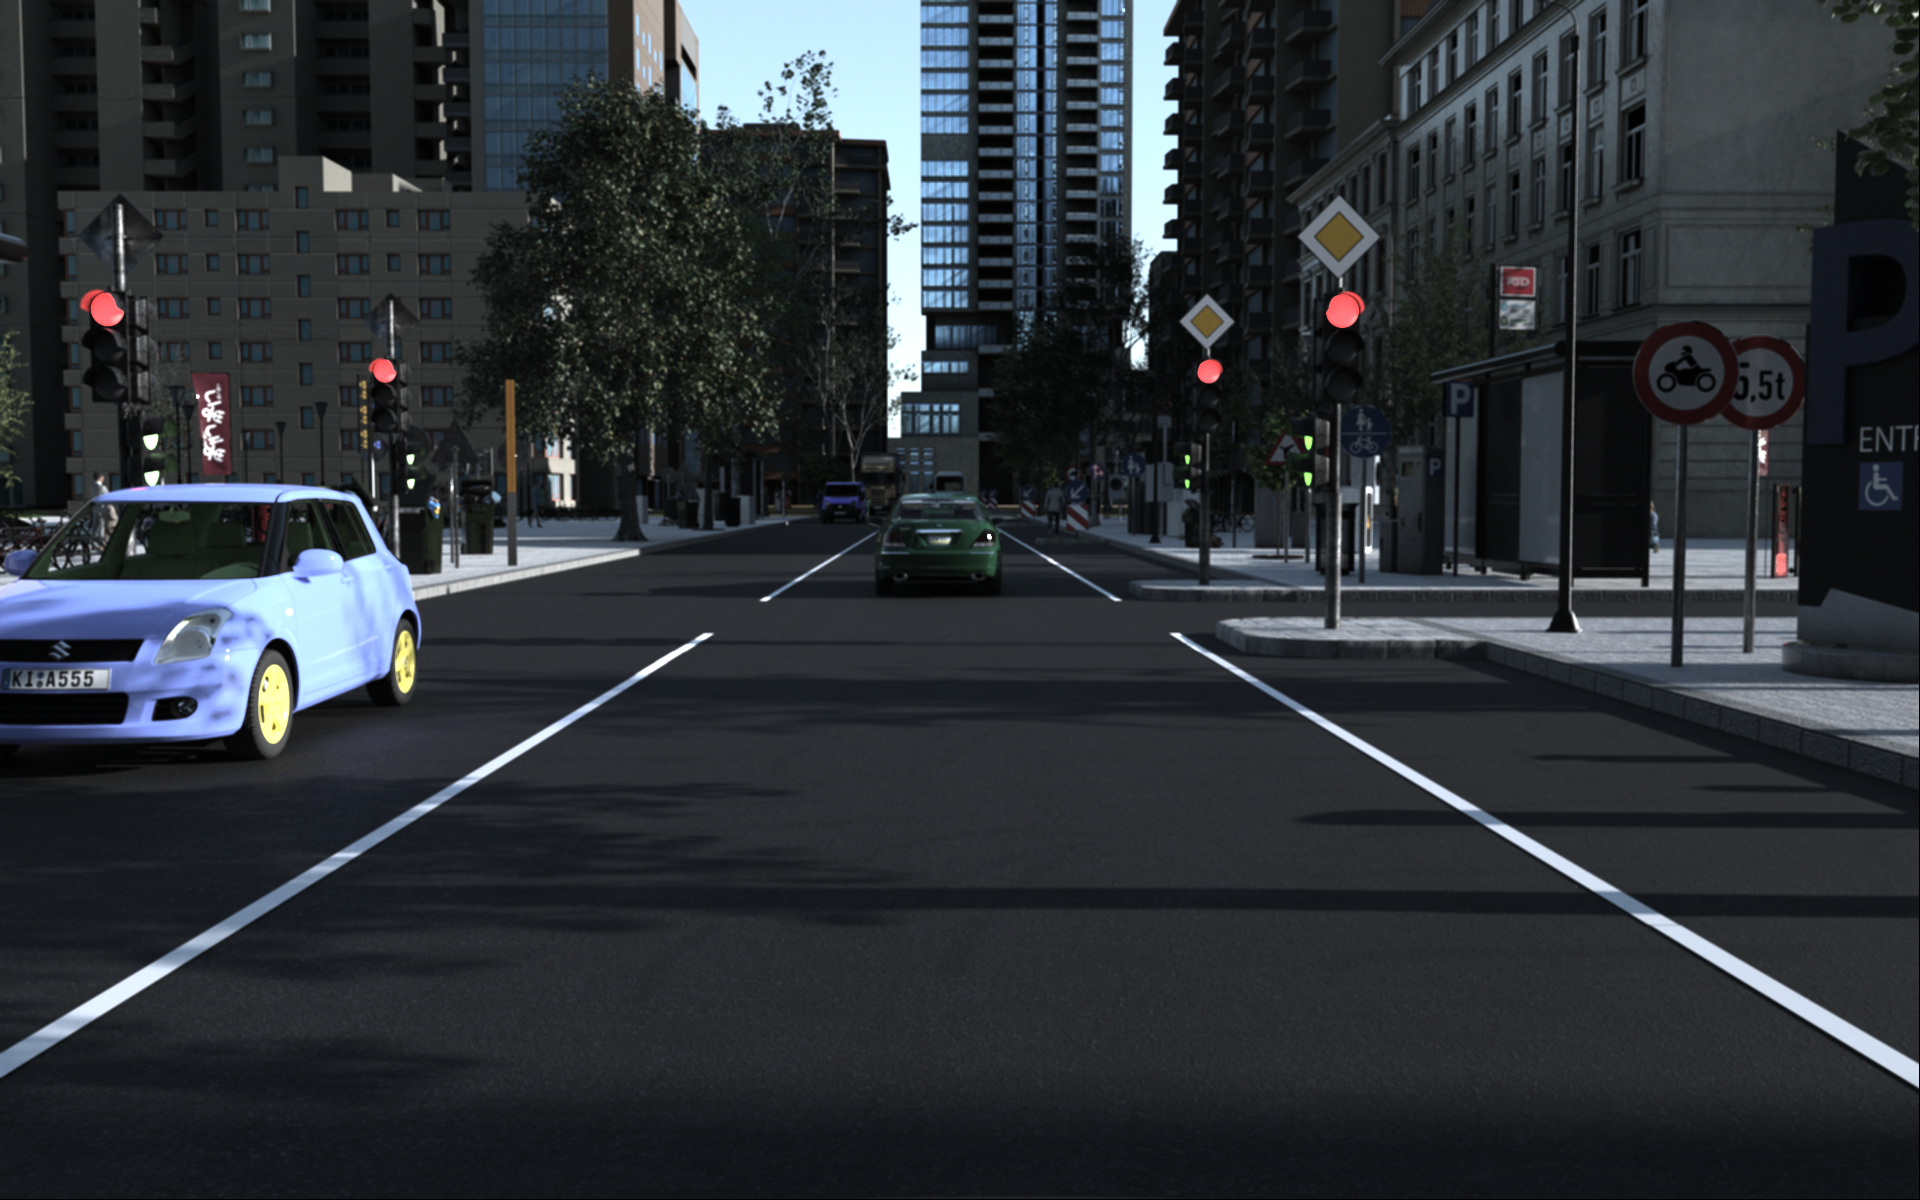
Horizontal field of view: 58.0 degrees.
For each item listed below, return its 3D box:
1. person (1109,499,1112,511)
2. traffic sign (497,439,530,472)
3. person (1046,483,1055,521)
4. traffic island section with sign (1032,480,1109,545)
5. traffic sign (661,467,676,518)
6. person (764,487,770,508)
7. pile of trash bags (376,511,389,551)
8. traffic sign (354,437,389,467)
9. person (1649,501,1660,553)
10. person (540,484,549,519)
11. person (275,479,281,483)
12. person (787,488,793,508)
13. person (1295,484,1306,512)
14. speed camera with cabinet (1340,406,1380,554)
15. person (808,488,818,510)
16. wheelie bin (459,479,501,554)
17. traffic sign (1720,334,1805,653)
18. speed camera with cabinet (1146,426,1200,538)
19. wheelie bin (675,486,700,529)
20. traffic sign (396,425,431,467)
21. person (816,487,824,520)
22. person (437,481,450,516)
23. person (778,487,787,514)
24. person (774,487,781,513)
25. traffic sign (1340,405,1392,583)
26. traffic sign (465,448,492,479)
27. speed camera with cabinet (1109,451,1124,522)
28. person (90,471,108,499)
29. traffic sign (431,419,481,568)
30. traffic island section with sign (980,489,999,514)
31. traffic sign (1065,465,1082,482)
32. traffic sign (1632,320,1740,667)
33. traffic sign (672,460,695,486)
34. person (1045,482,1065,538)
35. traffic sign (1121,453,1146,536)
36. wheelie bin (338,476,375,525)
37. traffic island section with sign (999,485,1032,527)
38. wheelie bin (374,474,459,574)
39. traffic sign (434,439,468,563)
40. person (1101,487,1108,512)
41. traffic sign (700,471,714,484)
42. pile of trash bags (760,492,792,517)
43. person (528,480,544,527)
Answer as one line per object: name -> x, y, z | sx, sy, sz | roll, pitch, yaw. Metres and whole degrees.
person -> 11.513, -7.766, 133.106 | 0.705, 1.814, 1.350 | 1, 4, 18
traffic sign -> -10.279, -2.432, 39.873 | 0.768, 2.556, 0.104 | 0, 4, 5
person -> 4.351, -4.727, 83.513 | 0.419, 1.800, 0.721 | -1, 4, -10
traffic island section with sign -> 3.186, -2.500, 49.496 | 1.989, 1.847, 2.006 | 0, 4, -1
traffic sign -> -13.771, -5.005, 81.938 | 0.768, 2.556, 0.104 | 0, 4, 8
person -> -12.823, -6.619, 114.819 | 0.434, 1.755, 0.990 | -1, 4, -18
pile of trash bags -> -12.729, -1.667, 37.001 | 1.912, 1.369, 3.447 | -2, 4, -29
traffic sign -> -11.771, -2.140, 34.728 | 0.795, 2.593, 0.064 | 1, 4, 9
person -> 14.857, -1.607, 37.815 | 1.012, 1.151, 0.738 | -3, 4, -38
person -> -21.553, -5.081, 89.369 | 0.600, 1.795, 0.529 | 1, 4, 19
person -> -25.019, -3.512, 63.562 | 0.679, 1.850, 0.850 | 2, 4, 27
person -> -15.410, -9.242, 157.020 | 0.709, 1.838, 0.599 | 2, 4, 27
person -> 16.590, -4.829, 84.769 | 0.755, 1.850, 0.659 | 1, 4, 12
speed camera with cabinet -> 8.836, -2.683, 38.203 | 0.660, 3.252, 2.038 | 1, 4, 22
person -> -11.653, -8.224, 140.466 | 1.348, 1.831, 0.705 | 0, 4, 5
wheelie bin -> -10.282, -1.779, 36.998 | 0.980, 1.594, 0.693 | -2, 4, -28
traffic sign -> 6.374, -0.845, 13.923 | 0.768, 2.556, 0.104 | 0, 4, 3
speed camera with cabinet -> 6.295, -3.474, 51.138 | 0.660, 3.252, 2.038 | 3, 5, 42
wheelie bin -> -10.174, -3.465, 64.554 | 0.693, 1.594, 0.980 | 3, 5, 44
traffic sign -> -10.194, -1.960, 32.153 | 0.768, 2.556, 0.104 | 0, 4, 8
person -> -7.656, -5.297, 95.294 | 0.419, 1.800, 0.721 | 3, 5, 43
person -> -22.358, -4.209, 74.841 | 0.580, 1.828, 0.573 | -2, 4, -32
person -> -11.534, -6.540, 113.062 | 0.705, 1.812, 1.348 | -3, 5, -43
person -> -12.542, -6.882, 119.235 | 0.551, 1.740, 0.621 | -2, 4, -30
traffic sign -> 5.806, -1.519, 24.949 | 0.768, 2.556, 0.104 | 0, 4, 6
traffic sign -> -10.733, -2.232, 38.616 | 0.606, 2.300, 0.079 | 0, 4, 1
speed camera with cabinet -> 6.481, -5.202, 79.386 | 2.038, 3.252, 0.660 | 1, 4, 10
person -> -19.487, -2.026, 39.356 | 0.511, 1.800, 0.466 | 1, 4, 16
traffic sign -> -8.689, -1.826, 29.858 | 0.884, 2.594, 0.081 | 0, 4, 3
traffic island section with sign -> 2.263, -7.197, 126.295 | 1.989, 1.847, 2.006 | 0, 4, -1
traffic sign -> 5.008, -4.666, 76.397 | 0.768, 2.556, 0.104 | 0, 4, 7
traffic sign -> 5.334, -0.777, 12.812 | 0.768, 2.556, 0.104 | 0, 4, 4
traffic sign -> -10.552, -4.042, 66.084 | 0.884, 2.594, 0.081 | 1, 4, 8
person -> 3.104, -2.953, 56.620 | 0.661, 1.843, 0.795 | 0, 4, 5
traffic sign -> 5.355, -3.257, 53.354 | 0.768, 2.556, 0.104 | 0, 4, 7
wheelie bin -> -10.468, -1.352, 30.008 | 0.693, 1.594, 0.980 | -1, 4, -12
traffic island section with sign -> 2.857, -4.148, 76.449 | 1.989, 1.847, 2.006 | 0, 4, -1
wheelie bin -> -8.725, -1.219, 27.841 | 0.980, 1.594, 0.693 | 1, 4, 13
traffic sign -> -9.424, -1.833, 32.098 | 0.606, 2.300, 0.079 | 0, 3, 0
person -> 10.630, -7.345, 126.077 | 0.705, 1.831, 1.348 | -2, 4, -35
traffic sign -> -13.915, -5.816, 95.191 | 0.768, 2.556, 0.104 | 0, 4, 0
pile of trash bags -> -11.244, -5.399, 98.026 | 3.447, 1.369, 1.912 | -1, 4, -11
person -> -16.396, -3.716, 66.826 | 0.654, 1.822, 0.581 | -2, 4, -28
